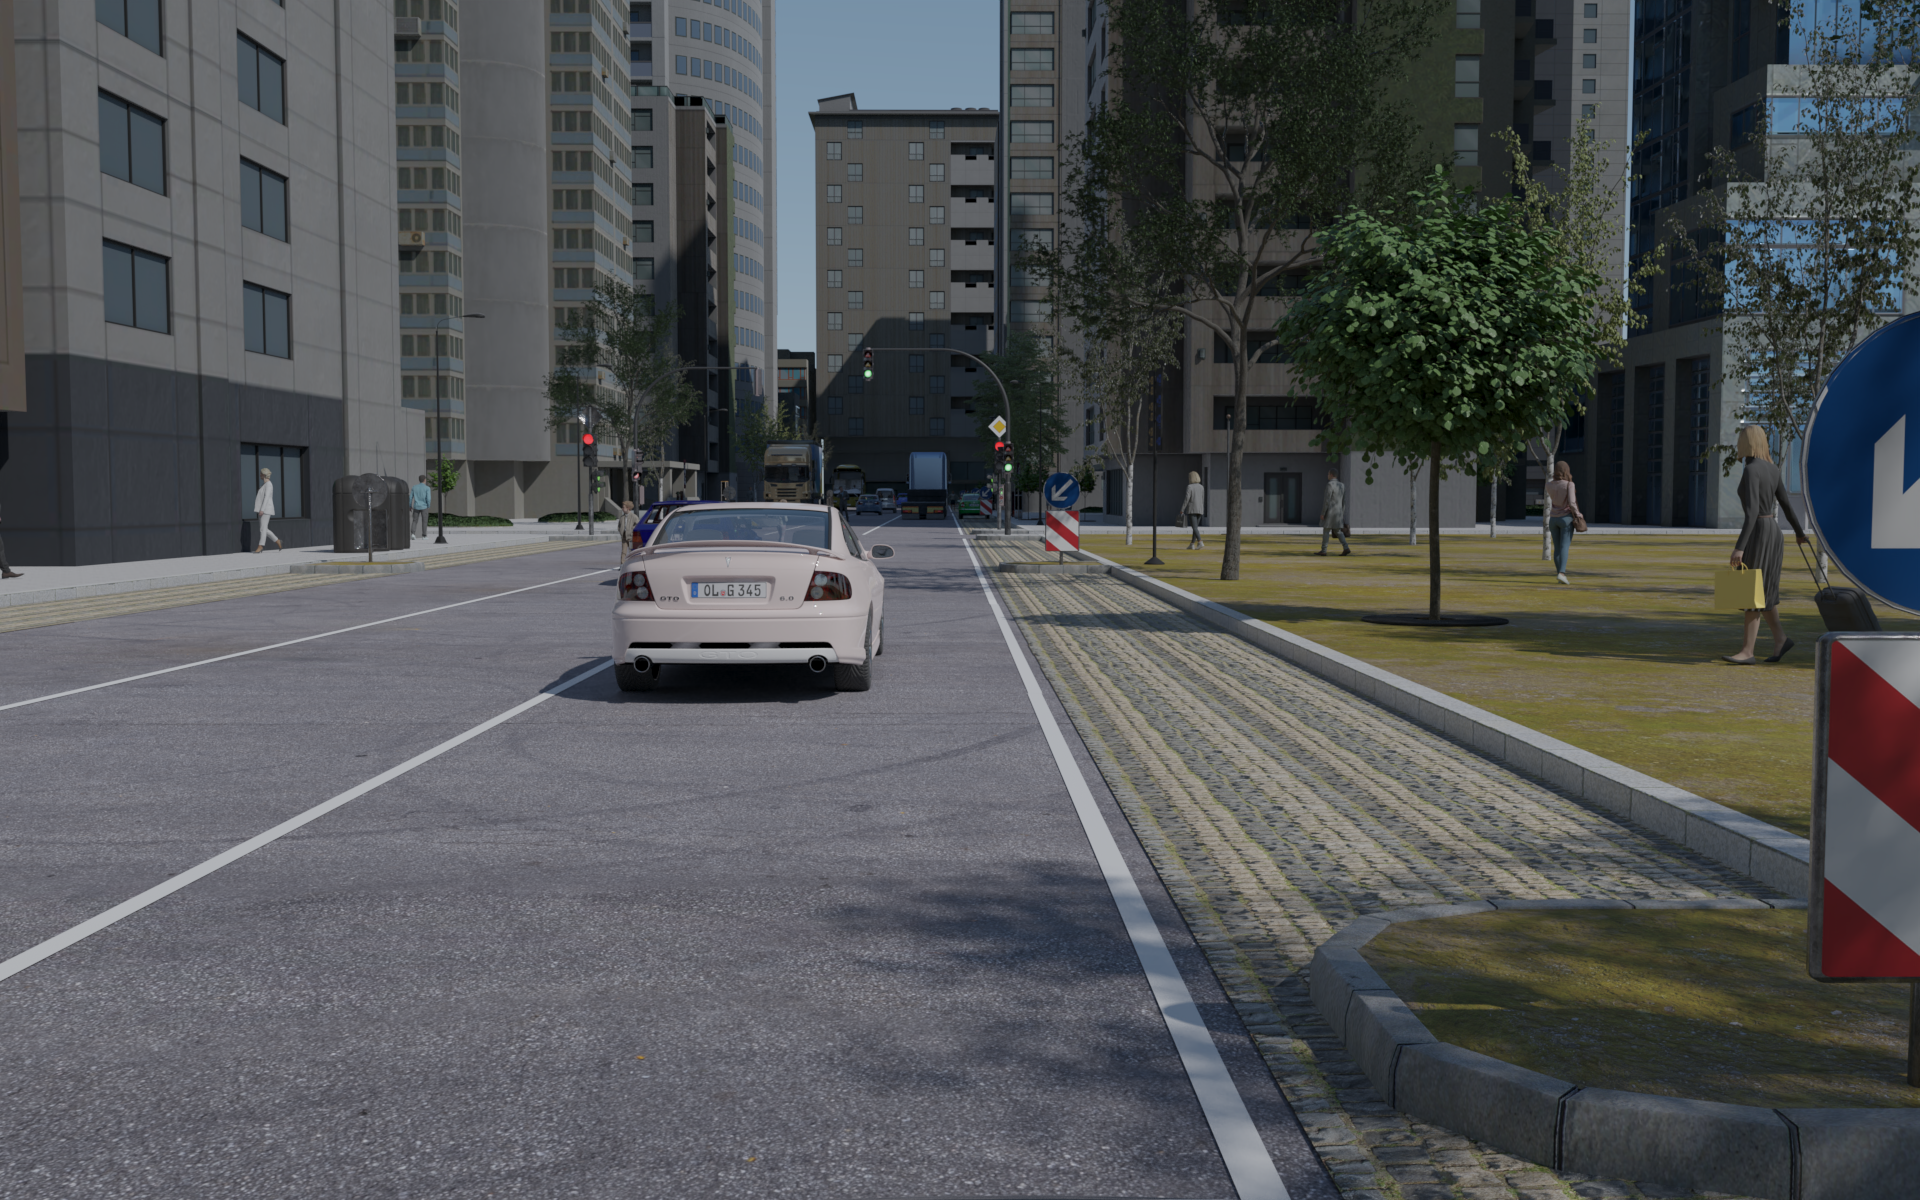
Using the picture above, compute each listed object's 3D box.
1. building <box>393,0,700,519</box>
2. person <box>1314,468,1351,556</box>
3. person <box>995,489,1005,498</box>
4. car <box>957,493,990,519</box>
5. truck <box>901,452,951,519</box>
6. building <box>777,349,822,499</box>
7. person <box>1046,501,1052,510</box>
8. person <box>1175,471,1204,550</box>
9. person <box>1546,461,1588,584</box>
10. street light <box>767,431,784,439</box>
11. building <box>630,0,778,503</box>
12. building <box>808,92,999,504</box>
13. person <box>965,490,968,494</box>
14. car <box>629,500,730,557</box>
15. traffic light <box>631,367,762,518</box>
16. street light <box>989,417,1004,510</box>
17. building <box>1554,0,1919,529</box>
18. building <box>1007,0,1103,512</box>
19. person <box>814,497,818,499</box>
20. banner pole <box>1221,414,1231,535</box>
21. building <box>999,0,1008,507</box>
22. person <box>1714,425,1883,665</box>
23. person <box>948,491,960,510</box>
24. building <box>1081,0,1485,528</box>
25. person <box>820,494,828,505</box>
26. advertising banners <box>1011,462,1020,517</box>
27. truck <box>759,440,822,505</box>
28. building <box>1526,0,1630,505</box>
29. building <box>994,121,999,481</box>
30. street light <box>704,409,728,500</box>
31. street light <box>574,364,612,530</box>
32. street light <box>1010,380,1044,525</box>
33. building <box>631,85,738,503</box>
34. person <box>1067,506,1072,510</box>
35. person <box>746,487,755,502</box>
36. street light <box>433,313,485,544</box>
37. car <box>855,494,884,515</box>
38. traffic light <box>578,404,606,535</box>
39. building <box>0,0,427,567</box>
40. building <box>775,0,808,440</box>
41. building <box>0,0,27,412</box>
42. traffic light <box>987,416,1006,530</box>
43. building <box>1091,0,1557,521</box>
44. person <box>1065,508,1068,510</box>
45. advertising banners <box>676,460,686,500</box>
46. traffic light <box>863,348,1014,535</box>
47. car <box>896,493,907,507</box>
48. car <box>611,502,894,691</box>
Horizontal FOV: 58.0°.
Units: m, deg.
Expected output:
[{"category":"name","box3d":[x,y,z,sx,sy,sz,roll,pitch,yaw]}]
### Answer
[{"category":"building","box3d":[-31.289,-24.633,94.628,32.217,40.220,23.993,0,4,-1]},{"category":"person","box3d":[7.692,-1.811,35.756,0.694,1.812,0.767,-3,5,-42]},{"category":"person","box3d":[3.242,-8.379,143.819,1.217,1.735,0.721,-3,4,-37]},{"category":"car","box3d":[0.812,-5.562,99.727,1.959,1.807,4.718,0,4,0]},{"category":"truck","box3d":[-2.061,-7.079,105.502,2.967,4.110,18.799,0,3,0]},{"category":"building","box3d":[-34.217,-23.902,235.829,28.899,21.520,27.650,0,4,-1]},{"category":"person","box3d":[6.037,-6.664,115.351,0.532,1.782,0.716,-3,5,-44]},{"category":"person","box3d":[5.347,-2.058,39.876,0.709,1.800,0.728,-2,4,-31]},{"category":"person","box3d":[8.617,-1.110,24.775,0.643,1.750,0.593,-3,5,-41]},{"category":"street light","box3d":[-13.626,-9.470,127.371,1.470,5.913,1.316,0,4,-1]},{"category":"building","box3d":[-27.768,-37.192,150.087,21.231,58.520,28.212,0,4,-1]},{"category":"building","box3d":[-5.721,-39.569,236.193,27.495,52.752,28.713,0,4,-1]},{"category":"person","box3d":[0.551,-9.008,155.770,0.705,1.826,1.348,1,4,14]},{"category":"car","box3d":[-4.288,-0.975,28.516,1.945,1.354,3.894,0,4,1]},{"category":"traffic light","box3d":[-9.480,-5.342,62.013,4.771,5.953,1.251,0,4,-1]},{"category":"street light","box3d":[2.443,-8.028,103.806,1.470,5.913,1.316,0,4,-1]},{"category":"building","box3d":[43.099,-46.440,71.970,31.000,86.520,22.319,0,4,-1]},{"category":"building","box3d":[10.506,-27.295,129.871,14.154,41.232,14.086,0,4,-1]},{"category":"person","box3d":[-15.721,-11.160,188.375,0.709,1.838,0.599,-3,4,-38]},{"category":"banner pole","box3d":[8.486,-3.964,54.824,0.401,3.779,0.863,1,4,10]},{"category":"building","box3d":[14.624,-39.163,182.314,21.231,58.520,28.212,0,4,-1]},{"category":"person","box3d":[6.371,-0.420,13.124,1.509,1.804,0.699,-1,4,-10]},{"category":"person","box3d":[-0.618,-8.838,153.788,1.217,1.735,0.721,0,4,-1]},{"category":"building","box3d":[12.565,-18.337,71.504,14.107,30.474,14.160,0,4,-1]},{"category":"person","box3d":[-12.810,-9.245,160.435,1.217,1.735,0.721,0,4,2]},{"category":"advertising banners","box3d":[2.943,-6.070,95.424,0.090,3.025,2.074,2,4,25]},{"category":"truck","box3d":[-8.851,-6.315,92.161,2.839,4.237,11.283,0,4,-1]},{"category":"building","box3d":[62.832,-46.596,200.097,20.611,71.187,20.563,0,4,-1]},{"category":"building","box3d":[11.093,-33.868,203.851,14.600,45.320,14.200,0,4,-1]},{"category":"street light","box3d":[-13.379,-7.468,94.642,1.470,5.913,1.316,0,4,-1]},{"category":"street light","box3d":[-13.081,-5.461,61.834,1.470,5.913,1.316,0,4,-1]},{"category":"street light","box3d":[2.752,-6.016,70.895,1.470,5.913,1.316,0,4,-1]},{"category":"building","box3d":[-24.161,-21.674,126.072,14.160,30.474,14.107,0,4,-1]},{"category":"person","box3d":[5.797,-4.948,91.634,0.352,1.250,0.332,0,4,-6]},{"category":"person","box3d":[-15.106,-7.252,124.717,0.694,1.812,0.767,-2,4,-34]},{"category":"street light","box3d":[-12.886,-4.408,44.607,1.470,5.913,1.316,0,4,-1]},{"category":"car","box3d":[-6.192,-6.497,118.227,2.014,1.417,4.499,0,4,-2]},{"category":"traffic light","box3d":[-11.495,-3.979,53.973,0.839,4.253,0.868,0,4,-1]},{"category":"building","box3d":[-25.891,-36.714,38.530,20.611,71.187,20.563,0,4,-1]},{"category":"building","box3d":[-33.249,-54.174,198.418,31.000,86.520,22.319,0,4,-1]},{"category":"building","box3d":[-22.967,-22.719,21.568,14.600,45.320,14.200,0,4,-1]},{"category":"traffic light","box3d":[1.389,-4.476,62.098,0.839,4.253,0.868,0,4,-1]},{"category":"building","box3d":[18.684,-26.857,93.738,22.147,44.769,28.867,0,4,-1]},{"category":"person","box3d":[6.566,-6.042,105.025,0.606,1.804,0.583,2,4,25]},{"category":"advertising banners","box3d":[-14.001,-5.558,87.054,0.090,3.025,2.074,0,4,5]},{"category":"traffic light","box3d":[-0.625,-4.849,53.952,4.771,5.953,1.251,0,4,-1]},{"category":"car","box3d":[-6.242,-11.051,190.273,1.945,1.707,3.694,0,4,-2]},{"category":"car","box3d":[-1.583,-0.098,13.964,2.083,1.381,4.827,0,4,-1]}]
